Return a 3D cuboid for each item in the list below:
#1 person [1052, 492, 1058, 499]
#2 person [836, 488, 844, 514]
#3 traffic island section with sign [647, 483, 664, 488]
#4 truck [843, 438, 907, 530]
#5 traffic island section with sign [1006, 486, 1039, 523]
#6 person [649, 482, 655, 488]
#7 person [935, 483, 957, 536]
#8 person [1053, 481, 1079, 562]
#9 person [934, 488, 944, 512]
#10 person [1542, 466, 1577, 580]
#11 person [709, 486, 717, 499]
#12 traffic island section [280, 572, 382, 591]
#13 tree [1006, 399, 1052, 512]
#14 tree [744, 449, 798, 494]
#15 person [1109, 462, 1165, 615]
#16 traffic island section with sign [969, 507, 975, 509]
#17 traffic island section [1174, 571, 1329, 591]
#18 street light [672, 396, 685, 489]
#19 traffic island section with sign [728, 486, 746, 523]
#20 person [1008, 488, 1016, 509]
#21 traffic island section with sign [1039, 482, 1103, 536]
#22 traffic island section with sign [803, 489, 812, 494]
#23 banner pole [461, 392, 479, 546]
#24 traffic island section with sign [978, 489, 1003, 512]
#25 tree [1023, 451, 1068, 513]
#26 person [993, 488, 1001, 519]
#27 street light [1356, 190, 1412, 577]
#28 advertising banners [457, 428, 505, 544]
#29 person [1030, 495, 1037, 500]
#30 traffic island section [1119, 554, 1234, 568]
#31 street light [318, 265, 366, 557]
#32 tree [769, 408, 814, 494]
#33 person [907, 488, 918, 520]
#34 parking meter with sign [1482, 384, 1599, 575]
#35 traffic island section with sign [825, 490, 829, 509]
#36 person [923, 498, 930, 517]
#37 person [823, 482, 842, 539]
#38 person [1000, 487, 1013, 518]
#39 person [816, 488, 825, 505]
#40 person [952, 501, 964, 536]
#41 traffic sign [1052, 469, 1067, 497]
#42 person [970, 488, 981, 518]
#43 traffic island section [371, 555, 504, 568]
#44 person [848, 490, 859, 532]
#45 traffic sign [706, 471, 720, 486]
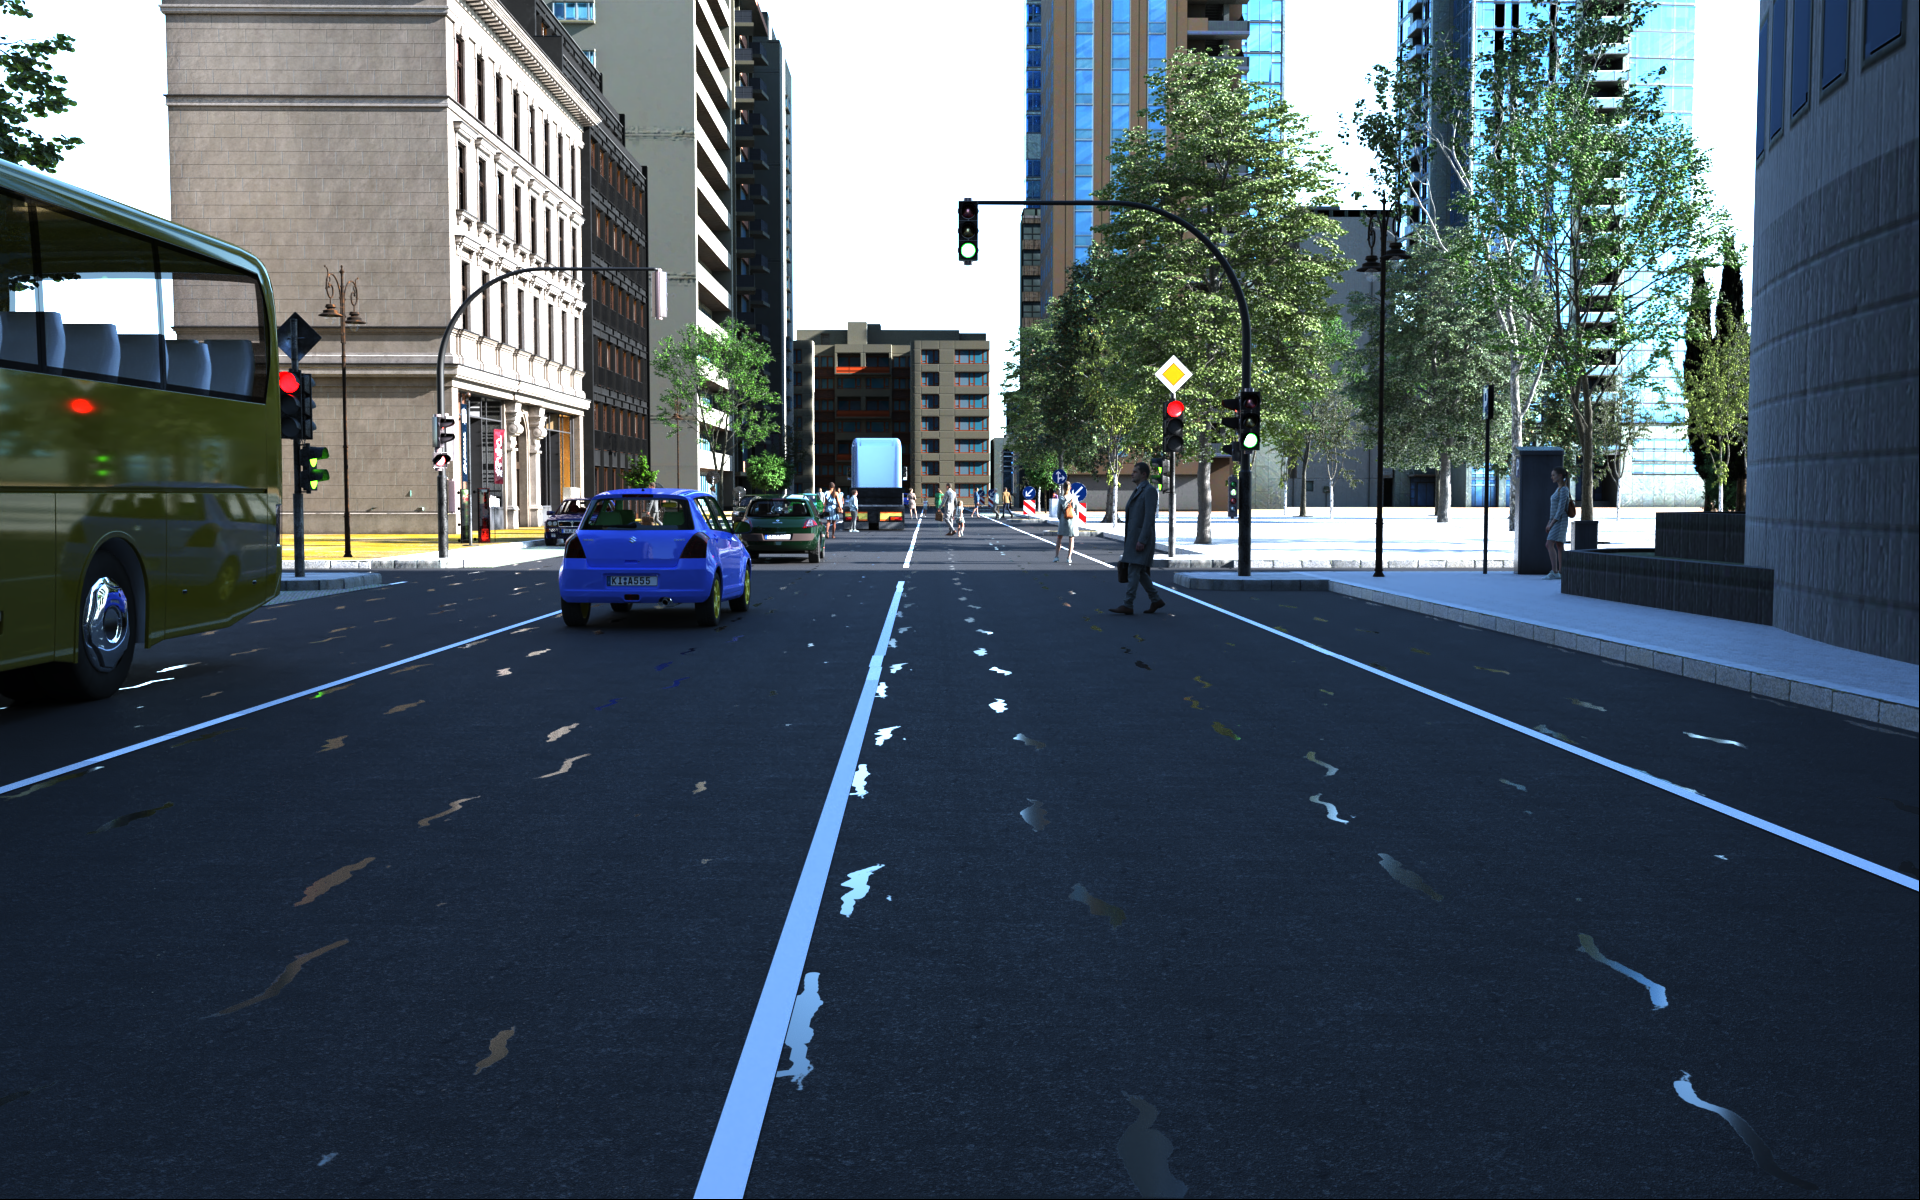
[{"bbox_3d":[6.778,-6.958,123.041,0.421,1.427,0.697,2,4,25],"label":"person"},{"bbox_3d":[-7.352,-5.914,105.281,0.616,1.811,0.778,2,4,33],"label":"person"},{"bbox_3d":[-10.565,-3.145,60.041,1.989,1.847,2.006,0,4,-1],"label":"traffic island section with sign"},{"bbox_3d":[-3.772,-5.361,77.413,2.967,4.110,18.799,0,4,-2],"label":"truck"},{"bbox_3d":[3.352,-4.831,87.609,1.989,1.847,2.006,0,4,-1],"label":"traffic island section with sign"},{"bbox_3d":[-10.214,-3.033,58.050,0.822,1.834,0.622,0,4,7],"label":"person"},{"bbox_3d":[-0.401,-3.143,60.007,0.853,1.813,0.709,2,4,35],"label":"person"},{"bbox_3d":[2.248,-1.641,36.334,0.512,1.701,0.522,-1,4,-12],"label":"person"},{"bbox_3d":[-1.366,-6.115,108.722,0.600,1.795,0.529,1,4,22],"label":"person"},{"bbox_3d":[9.034,-1.167,26.131,0.522,1.701,0.512,0,4,8],"label":"person"},{"bbox_3d":[-11.462,-4.360,80.019,0.641,1.798,0.478,0,4,-6],"label":"person"},{"bbox_3d":[-10.269,-0.282,26.896,2.009,0.180,2.903,0,4,-1],"label":"traffic island section"},{"bbox_3d":[5.470,-10.485,121.784,4.360,8.622,3.978,0,3,0],"label":"tree"},{"bbox_3d":[-14.141,-8.730,126.456,4.285,4.588,4.351,0,3,0],"label":"tree"},{"bbox_3d":[2.118,-0.739,20.683,0.767,1.812,0.694,-1,4,-10],"label":"person"},{"bbox_3d":[1.903,-9.586,165.355,1.989,1.847,2.006,0,4,-1],"label":"traffic island section with sign"},{"bbox_3d":[4.469,-0.299,27.163,2.009,0.180,2.903,0,4,-1],"label":"traffic island section"},{"bbox_3d":[-13.272,-6.652,81.555,0.468,5.910,1.993,0,4,-1],"label":"street light"},{"bbox_3d":[-11.063,-4.793,86.992,1.989,1.847,2.006,0,4,-1],"label":"traffic island section with sign"},{"bbox_3d":[4.331,-8.810,150.071,0.705,1.826,1.348,3,4,39],"label":"person"},{"bbox_3d":[3.870,-3.126,59.742,1.989,1.847,2.006,0,4,-1],"label":"traffic island section with sign"},{"bbox_3d":[-11.988,-7.839,136.803,1.989,1.847,2.006,0,4,-1],"label":"traffic island section with sign"},{"bbox_3d":[-12.099,-3.210,42.493,0.401,3.779,0.863,0,4,-1],"label":"banner pole"},{"bbox_3d":[2.421,-7.901,137.810,1.989,1.847,2.006,0,4,-1],"label":"traffic island section with sign"},{"bbox_3d":[5.742,-8.032,115.031,4.285,4.588,4.351,0,3,0],"label":"tree"},{"bbox_3d":[2.089,-5.450,98.091,0.515,1.767,0.782,0,4,8],"label":"person"},{"bbox_3d":[6.503,-3.299,26.723,0.468,5.910,1.993,0,4,-1],"label":"street light"},{"bbox_3d":[-12.584,-3.026,45.655,0.090,3.025,2.074,1,4,20],"label":"advertising banners"},{"bbox_3d":[5.359,-7.522,129.708,0.721,1.739,1.217,-3,5,-41],"label":"person"},{"bbox_3d":[4.321,-0.787,35.147,2.009,0.180,2.903,0,4,-1],"label":"traffic island section"},{"bbox_3d":[-12.476,-3.813,35.125,0.468,5.910,1.993,0,4,-1],"label":"street light"},{"bbox_3d":[-14.575,-12.130,148.694,4.360,8.622,3.978,0,3,0],"label":"tree"},{"bbox_3d":[-2.682,-5.413,97.350,0.599,1.781,0.374,0,4,-1],"label":"person"},{"bbox_3d":[9.262,-1.920,27.649,1.738,3.016,0.543,0,4,8],"label":"parking meter with sign"},{"bbox_3d":[-12.494,-9.553,164.821,1.989,1.847,2.006,0,4,-1],"label":"traffic island section with sign"},{"bbox_3d":[-2.134,-5.841,109.015,0.505,1.210,0.382,1,4,19],"label":"person"},{"bbox_3d":[-4.100,-2.878,55.658,0.616,1.811,0.778,1,4,10],"label":"person"},{"bbox_3d":[2.836,-5.883,104.595,0.836,1.842,0.656,2,4,26],"label":"person"},{"bbox_3d":[-8.738,-6.067,107.794,0.635,1.810,0.391,-1,4,-10],"label":"person"},{"bbox_3d":[-0.071,-2.756,58.582,0.505,1.210,0.382,2,4,32],"label":"person"},{"bbox_3d":[5.116,-5.436,88.990,0.768,2.556,0.104,1,4,8],"label":"traffic sign"},{"bbox_3d":[0.936,-5.857,104.288,0.654,1.822,0.581,0,4,-1],"label":"person"},{"bbox_3d":[-10.418,-0.771,34.880,2.009,0.180,2.903,0,4,-1],"label":"traffic island section"},{"bbox_3d":[-4.001,-3.374,65.483,0.330,1.601,0.589,-1,4,-20],"label":"person"},{"bbox_3d":[-13.460,-5.759,94.261,0.768,2.556,0.104,0,4,3],"label":"traffic sign"}]
